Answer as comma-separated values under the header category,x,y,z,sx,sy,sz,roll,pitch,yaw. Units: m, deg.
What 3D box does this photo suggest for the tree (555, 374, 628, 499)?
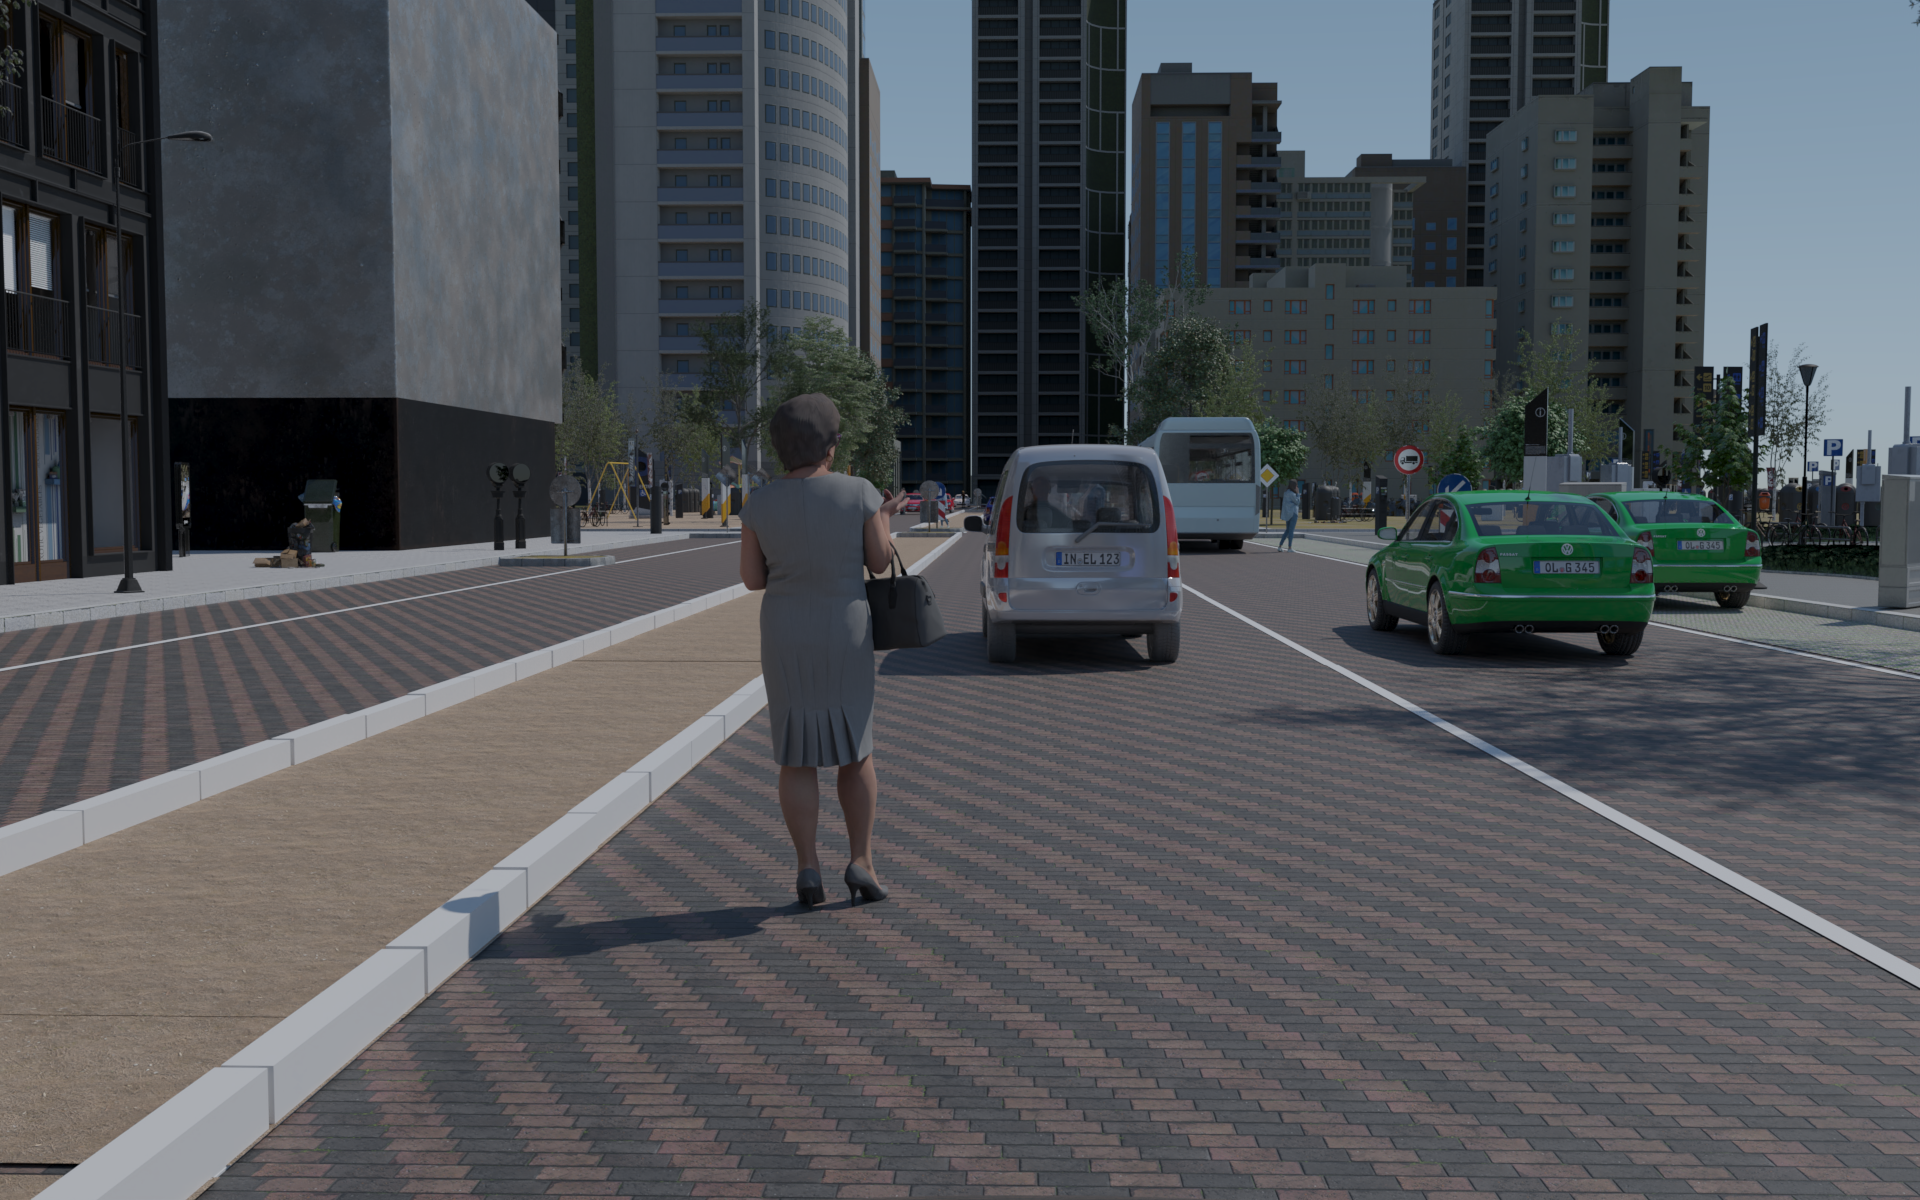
category,x,y,z,sx,sy,sz,roll,pitch,yaw
tree,-22.143,-9.507,105.795,4.737,8.622,4.395,0,3,0

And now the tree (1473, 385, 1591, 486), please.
category,x,y,z,sx,sy,sz,roll,pitch,yaw
tree,17.262,-4.194,52.292,4.285,4.588,4.351,0,3,0

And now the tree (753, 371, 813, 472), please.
category,x,y,z,sx,sy,sz,roll,pitch,yaw
tree,-9.661,-9.066,98.599,4.360,8.622,3.978,0,3,0

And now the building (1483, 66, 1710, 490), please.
category,x,y,z,sx,sy,sz,roll,pitch,yaw
building,74.305,-35.331,201.363,21.600,48.544,21.300,0,4,2

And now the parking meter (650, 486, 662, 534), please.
category,x,y,z,sx,sy,sz,roll,pitch,yaw
parking meter,-9.807,-2.901,55.846,0.372,1.533,0.369,0,3,0

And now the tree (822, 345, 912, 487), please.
category,x,y,z,sx,sy,sz,roll,pitch,yaw
tree,-8.309,-13.248,133.619,9.611,12.733,9.660,0,3,0

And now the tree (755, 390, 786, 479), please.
category,x,y,z,sx,sy,sz,roll,pitch,yaw
tree,-12.465,-10.485,121.791,4.737,8.622,4.395,0,3,0

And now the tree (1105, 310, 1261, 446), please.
category,x,y,z,sx,sy,sz,roll,pitch,yaw
tree,14.313,-11.683,108.023,9.611,12.733,9.660,0,3,0

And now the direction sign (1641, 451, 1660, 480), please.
category,x,y,z,sx,sy,sz,roll,pitch,yaw
direction sign,36.317,-6.063,91.127,0.876,3.537,0.379,1,4,20

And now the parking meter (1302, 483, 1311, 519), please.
category,x,y,z,sx,sy,sz,roll,pitch,yaw
parking meter,17.546,-5.022,87.813,0.255,1.863,0.399,-3,5,-42

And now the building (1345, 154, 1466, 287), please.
category,x,y,z,sx,sy,sz,roll,pitch,yaw
building,58.132,-35.510,230.694,14.200,45.320,14.600,0,4,2

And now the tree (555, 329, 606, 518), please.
category,x,y,z,sx,sy,sz,roll,pitch,yaw
tree,-17.249,-7.461,72.355,4.360,8.622,3.978,0,3,0

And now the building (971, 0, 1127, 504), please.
category,x,y,z,sx,sy,sz,roll,pitch,yaw
building,12.061,-48.698,234.463,20.611,71.187,20.563,0,4,2

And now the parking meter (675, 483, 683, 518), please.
category,x,y,z,sx,sy,sz,roll,pitch,yaw
parking meter,-14.941,-5.281,92.055,0.399,1.863,0.255,-2,4,-31

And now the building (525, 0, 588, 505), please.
category,x,y,z,sx,sy,sz,roll,pitch,yaw
building,-48.838,-46.881,204.754,20.611,71.187,20.563,0,4,2

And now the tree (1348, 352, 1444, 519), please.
category,x,y,z,sx,sy,sz,roll,pitch,yaw
tree,22.793,-8.479,88.987,4.360,8.622,3.978,0,3,0

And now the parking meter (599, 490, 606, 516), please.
category,x,y,z,sx,sy,sz,roll,pitch,yaw
parking meter,-20.538,-5.567,99.428,0.372,1.533,0.369,0,3,0

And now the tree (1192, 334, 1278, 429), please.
category,x,y,z,sx,sy,sz,roll,pitch,yaw
tree,12.826,-7.966,80.604,4.737,8.622,4.395,0,3,0

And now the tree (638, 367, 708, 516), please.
category,x,y,z,sx,sy,sz,roll,pitch,yaw
tree,-16.645,-9.161,100.146,4.360,8.622,3.978,0,3,0

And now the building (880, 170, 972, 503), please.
category,x,y,z,sx,sy,sz,roll,pitch,yaw
building,-12.638,-35.619,237.000,28.867,44.769,22.147,0,4,2

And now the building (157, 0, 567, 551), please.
category,x,y,z,sx,sy,sz,roll,pitch,yaw
building,-20.773,-10.992,47.166,16.811,18.784,16.820,0,4,2

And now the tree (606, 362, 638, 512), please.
category,x,y,z,sx,sy,sz,roll,pitch,yaw
tree,-19.511,-8.594,90.878,4.360,8.622,3.978,0,3,0

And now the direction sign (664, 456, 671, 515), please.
category,x,y,z,sx,sy,sz,roll,pitch,yaw
direction sign,-17.574,-6.861,104.175,0.379,3.537,0.876,-2,4,-32

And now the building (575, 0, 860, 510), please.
category,x,y,z,sx,sy,sz,roll,pitch,yaw
building,-20.642,-37.444,154.215,21.231,58.520,28.212,0,4,2

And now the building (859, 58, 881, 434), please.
category,x,y,z,sx,sy,sz,roll,pitch,yaw
building,-15.459,-32.143,175.641,14.600,45.320,14.200,0,4,2

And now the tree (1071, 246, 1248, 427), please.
category,x,y,z,sx,sy,sz,roll,pitch,yaw
tree,15.146,-16.919,132.509,12.611,20.169,13.585,0,3,0

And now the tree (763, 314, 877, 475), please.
category,x,y,z,sx,sy,sz,roll,pitch,yaw
tree,-8.671,-11.711,109.598,7.486,12.596,7.792,0,3,0

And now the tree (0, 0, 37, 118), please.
category,x,y,z,sx,sy,sz,roll,pitch,yaw
tree,-11.138,-4.001,15.775,4.360,8.622,3.978,0,3,0

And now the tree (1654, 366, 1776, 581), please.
category,x,y,z,sx,sy,sz,roll,pitch,yaw
tree,11.474,-1.906,25.769,1.663,3.219,1.824,0,3,0

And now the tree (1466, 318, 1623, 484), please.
category,x,y,z,sx,sy,sz,roll,pitch,yaw
tree,24.852,-7.506,73.082,4.737,8.622,4.395,0,3,0

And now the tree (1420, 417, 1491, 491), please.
category,x,y,z,sx,sy,sz,roll,pitch,yaw
tree,12.669,-3.003,43.704,1.663,3.219,1.824,0,3,0

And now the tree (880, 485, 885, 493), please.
category,x,y,z,sx,sy,sz,roll,pitch,yaw
tree,-7.088,-9.492,149.800,1.663,3.219,1.824,0,3,0

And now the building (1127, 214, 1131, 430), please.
category,x,y,z,sx,sy,sz,roll,pitch,yaw
building,29.799,-33.535,231.895,14.086,41.232,14.154,0,4,2

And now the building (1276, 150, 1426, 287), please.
category,x,y,z,sx,sy,sz,roll,pitch,yaw
building,34.945,-31.110,200.531,32.217,40.220,23.993,0,4,2

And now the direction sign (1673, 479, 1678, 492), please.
category,x,y,z,sx,sy,sz,roll,pitch,yaw
direction sign,44.497,-7.056,107.359,0.876,3.537,0.379,-2,4,-30

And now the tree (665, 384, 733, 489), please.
category,x,y,z,sx,sy,sz,roll,pitch,yaw
tree,-16.866,-10.027,114.299,4.737,8.622,4.395,0,3,0

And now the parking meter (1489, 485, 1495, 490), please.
category,x,y,z,sx,sy,sz,roll,pitch,yaw
parking meter,34.751,-6.567,113.076,0.399,1.863,0.255,2,4,26

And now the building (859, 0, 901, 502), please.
category,x,y,z,sx,sy,sz,roll,pitch,yaw
building,-23.104,-54.364,201.521,31.000,86.520,22.319,0,4,2

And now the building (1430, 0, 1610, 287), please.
category,x,y,z,sx,sy,sz,roll,pitch,yaw
building,75.626,-48.586,232.634,20.611,71.187,20.563,0,4,2

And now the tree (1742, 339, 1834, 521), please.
category,x,y,z,sx,sy,sz,roll,pitch,yaw
tree,39.366,-8.110,82.966,4.360,8.622,3.978,0,3,0

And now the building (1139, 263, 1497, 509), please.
category,x,y,z,sx,sy,sz,roll,pitch,yaw
building,31.358,-19.236,159.555,27.650,21.520,28.899,0,4,2

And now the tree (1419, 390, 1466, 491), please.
category,x,y,z,sx,sy,sz,roll,pitch,yaw
tree,34.454,-10.587,123.456,4.737,8.622,4.395,0,3,0

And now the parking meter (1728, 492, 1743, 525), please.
category,x,y,z,sx,sy,sz,roll,pitch,yaw
parking meter,22.850,-2.607,51.036,0.372,1.533,0.369,0,3,0

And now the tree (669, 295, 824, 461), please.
category,x,y,z,sx,sy,sz,roll,pitch,yaw
tree,-9.796,-8.939,80.573,8.767,10.594,7.601,2,4,34

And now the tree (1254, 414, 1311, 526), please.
category,x,y,z,sx,sy,sz,roll,pitch,yaw
tree,12.752,-5.349,71.175,4.285,4.588,4.351,0,3,0

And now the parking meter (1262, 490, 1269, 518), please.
category,x,y,z,sx,sy,sz,roll,pitch,yaw
parking meter,16.684,-5.265,94.501,0.372,1.533,0.369,0,3,0

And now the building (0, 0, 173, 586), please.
category,x,y,z,sx,sy,sz,roll,pitch,yaw
building,-19.559,-11.676,20.579,12.332,23.373,15.834,0,4,2

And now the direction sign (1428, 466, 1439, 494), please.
category,x,y,z,sx,sy,sz,roll,pitch,yaw
direction sign,37.735,-8.929,137.994,0.876,3.537,0.379,2,4,27

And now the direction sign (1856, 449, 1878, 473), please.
category,x,y,z,sx,sy,sz,roll,pitch,yaw
direction sign,45.692,-5.836,87.417,0.876,3.537,0.379,1,4,12

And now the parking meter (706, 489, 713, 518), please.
category,x,y,z,sx,sy,sz,roll,pitch,yaw
parking meter,-13.209,-5.078,91.442,0.372,1.533,0.369,0,3,0

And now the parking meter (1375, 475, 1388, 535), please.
category,x,y,z,sx,sy,sz,roll,pitch,yaw
parking meter,13.122,-2.950,53.952,0.255,1.863,0.399,-1,4,-11

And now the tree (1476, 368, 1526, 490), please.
category,x,y,z,sx,sy,sz,roll,pitch,yaw
tree,31.785,-9.183,100.498,4.360,8.622,3.978,0,3,0

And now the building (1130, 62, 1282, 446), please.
category,x,y,z,sx,sy,sz,roll,pitch,yaw
building,25.261,-32.485,181.232,14.600,45.320,14.200,0,4,2

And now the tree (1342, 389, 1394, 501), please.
category,x,y,z,sx,sy,sz,roll,pitch,yaw
tree,28.582,-10.521,122.381,4.737,8.622,4.395,0,3,0

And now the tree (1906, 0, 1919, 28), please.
category,x,y,z,sx,sy,sz,roll,pitch,yaw
tree,11.924,-6.354,14.265,12.009,13.543,11.850,0,3,0

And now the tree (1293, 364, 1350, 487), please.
category,x,y,z,sx,sy,sz,roll,pitch,yaw
tree,21.094,-9.084,98.887,4.360,8.622,3.978,0,3,0

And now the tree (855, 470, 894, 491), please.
category,x,y,z,sx,sy,sz,roll,pitch,yaw
tree,-7.358,-9.877,145.199,4.285,4.588,4.351,0,3,0

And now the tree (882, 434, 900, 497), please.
category,x,y,z,sx,sy,sz,roll,pitch,yaw
tree,-7.228,-12.885,161.032,4.360,8.622,3.978,0,3,0
